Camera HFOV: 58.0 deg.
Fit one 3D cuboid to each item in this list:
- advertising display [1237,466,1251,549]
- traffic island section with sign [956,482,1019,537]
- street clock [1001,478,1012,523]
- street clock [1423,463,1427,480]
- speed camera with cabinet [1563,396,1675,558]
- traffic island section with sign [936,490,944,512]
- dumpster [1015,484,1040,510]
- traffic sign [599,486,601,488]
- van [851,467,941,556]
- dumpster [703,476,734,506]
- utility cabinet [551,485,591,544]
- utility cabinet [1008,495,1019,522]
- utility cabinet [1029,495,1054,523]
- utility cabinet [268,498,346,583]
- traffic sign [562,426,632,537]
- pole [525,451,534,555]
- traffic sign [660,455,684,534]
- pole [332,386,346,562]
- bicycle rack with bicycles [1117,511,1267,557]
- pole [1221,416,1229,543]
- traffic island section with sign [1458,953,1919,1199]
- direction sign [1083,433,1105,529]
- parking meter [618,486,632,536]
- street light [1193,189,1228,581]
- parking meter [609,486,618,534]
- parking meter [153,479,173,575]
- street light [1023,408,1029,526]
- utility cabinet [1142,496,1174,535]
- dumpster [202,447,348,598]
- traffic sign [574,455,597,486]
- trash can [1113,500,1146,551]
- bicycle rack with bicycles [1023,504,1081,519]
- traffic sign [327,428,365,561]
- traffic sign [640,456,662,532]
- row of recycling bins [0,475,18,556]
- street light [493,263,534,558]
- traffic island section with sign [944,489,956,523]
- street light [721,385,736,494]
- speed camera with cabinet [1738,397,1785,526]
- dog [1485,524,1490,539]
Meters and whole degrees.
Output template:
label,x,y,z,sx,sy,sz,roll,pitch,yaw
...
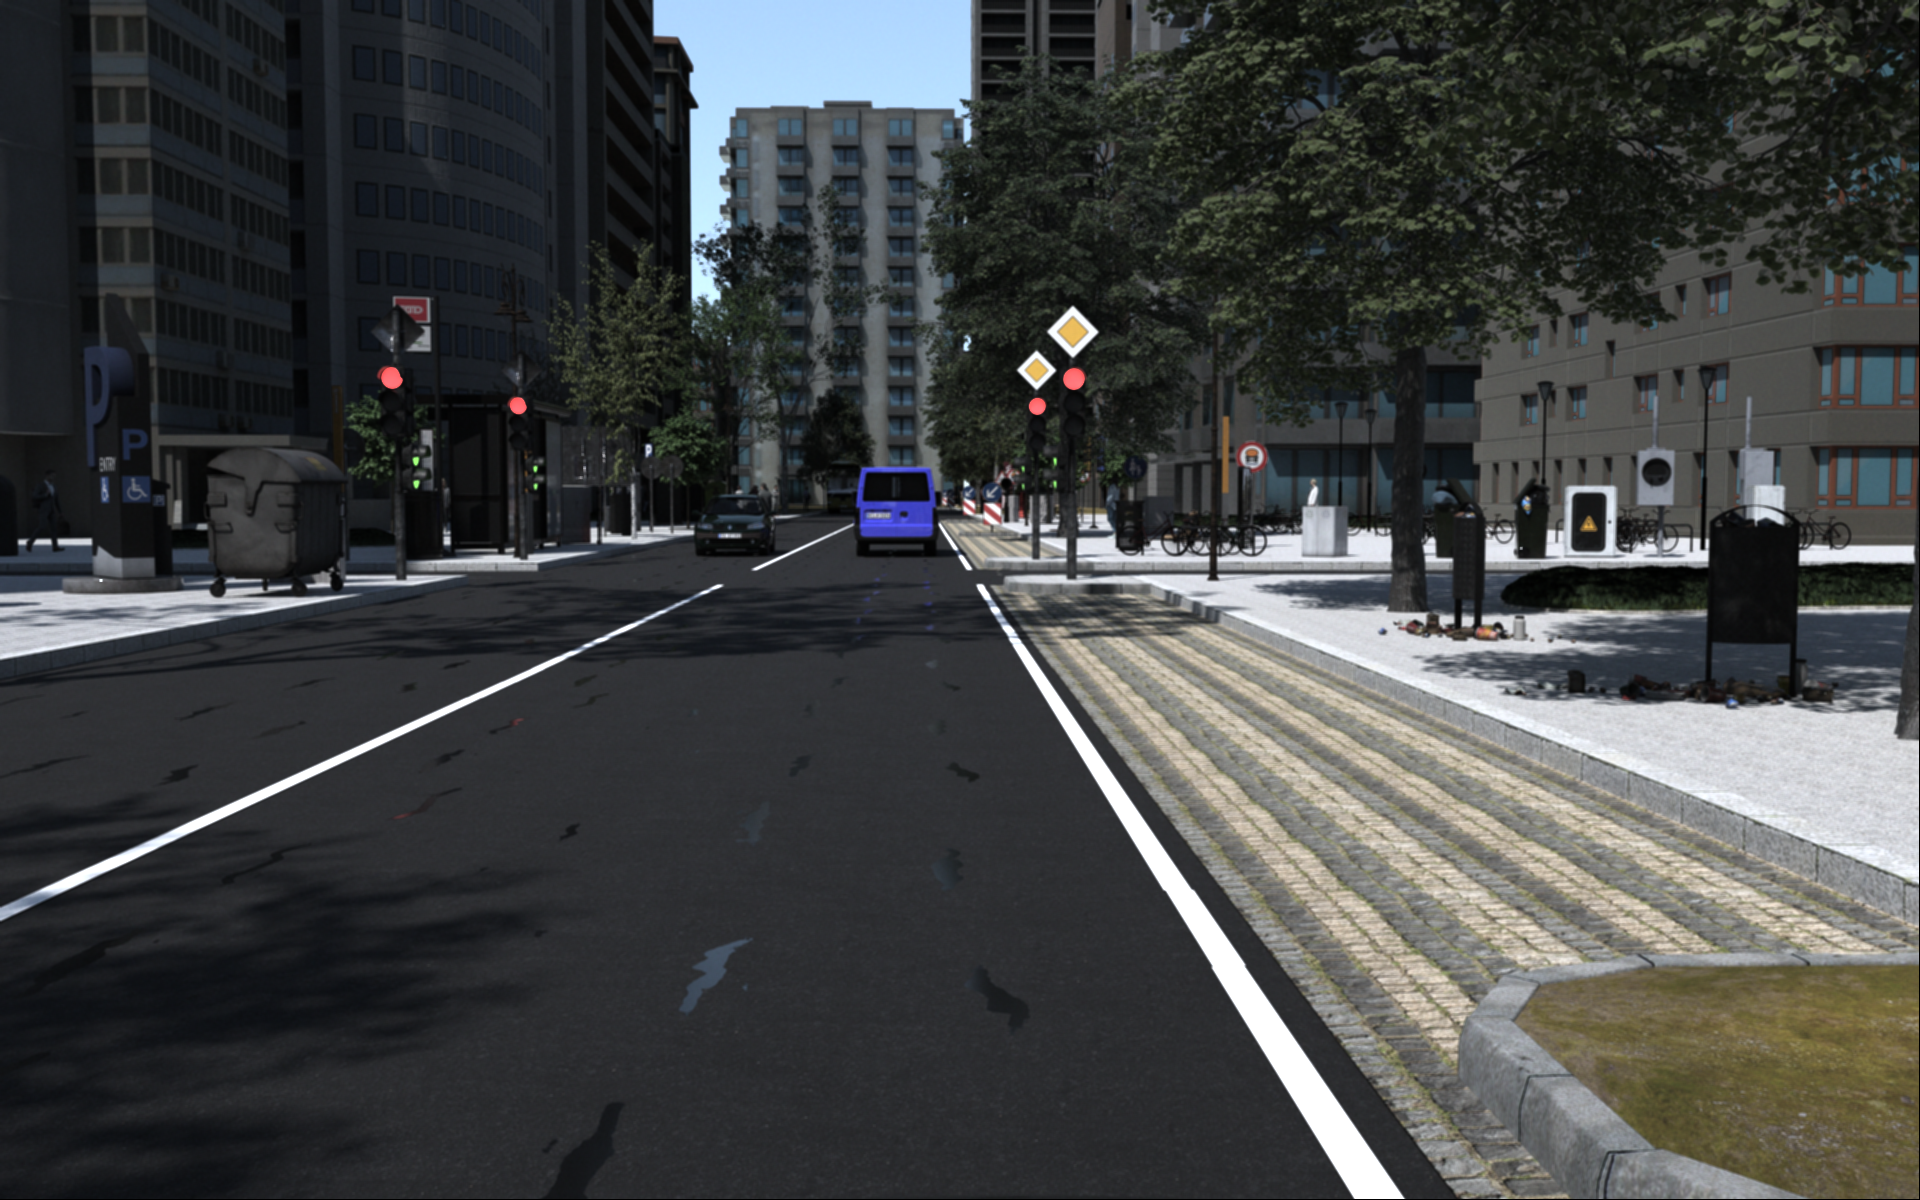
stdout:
label,x,y,z,sx,sy,sz,roll,pitch,yaw
advertising display,6.657,-2.163,40.576,0.123,1.923,0.974,1,4,20
traffic island section with sign,0.953,-3.056,58.599,1.989,1.847,2.006,0,4,-1
street clock,2.091,-4.488,77.944,0.471,2.002,0.358,2,4,28
street clock,9.395,-1.910,35.800,0.471,2.002,0.358,1,4,19
speed camera with cabinet,13.310,-2.487,35.000,2.038,3.252,0.660,1,4,17
traffic island section with sign,-0.841,-7.774,135.734,1.989,1.847,2.006,0,4,-1
dumpster,3.889,-6.050,101.419,1.502,2.255,1.985,0,4,-1
traffic sign,-12.879,-3.784,61.974,0.768,2.556,0.104,0,4,-1
van,-1.527,-2.276,41.602,2.240,2.365,5.245,0,4,-2
dumpster,-12.934,-5.511,92.601,1.502,2.255,1.985,0,4,-1
utility cabinet,-9.908,-2.166,44.095,0.318,1.500,1.173,2,4,29
utility cabinet,2.471,-4.179,79.496,0.306,1.237,1.020,1,4,14
utility cabinet,3.612,-4.044,77.282,1.020,1.237,0.306,2,4,33
utility cabinet,-9.439,-0.847,25.006,1.020,1.237,0.306,0,4,-3
traffic sign,-10.947,-3.543,51.801,2.265,3.308,0.079,0,4,2
pole,-9.163,-2.619,36.671,0.158,3.312,0.155,0,3,0
traffic sign,-9.360,-3.434,56.247,0.768,2.556,0.104,0,4,1
pole,-11.732,-2.378,32.722,0.158,3.312,0.155,0,3,0
bicycle rack with bicycles,5.106,-1.407,36.384,2.925,0.926,2.852,2,4,33
pole,6.971,-3.161,45.522,0.158,3.312,0.155,0,3,0
traffic island section with sign,2.222,0.296,3.782,1.989,1.847,2.006,0,4,-1
direction sign,4.988,-4.433,64.471,0.876,3.537,0.379,2,4,28
parking meter,-10.204,-2.911,53.304,0.399,1.863,0.255,-2,4,-33
street light,3.760,-3.226,25.538,0.468,5.910,1.993,0,4,-1
parking meter,-11.068,-3.062,55.778,0.255,1.863,0.399,3,5,43
parking meter,-11.882,-1.055,25.655,0.372,1.533,0.369,0,3,0
street light,2.690,-5.930,69.749,0.468,5.910,1.993,0,4,-1
utility cabinet,6.244,-2.655,54.569,1.020,1.237,0.306,-2,4,-28
dumpster,-8.733,-1.002,22.142,1.264,1.857,1.865,0,4,-1
traffic sign,-9.921,-2.677,45.893,0.606,2.300,0.079,0,4,7
trash can,3.830,-1.684,39.188,0.748,1.137,0.748,0,3,0
bicycle rack with bicycles,4.467,-4.643,89.300,2.925,0.926,2.852,2,4,35
traffic sign,-11.782,-2.027,33.243,0.768,2.556,0.104,0,4,6
traffic sign,-10.337,-3.544,58.045,0.768,2.556,0.104,0,4,6
row of recycling bins,-21.331,-1.762,35.921,3.534,1.692,1.069,0,4,1
street light,-8.936,-3.793,34.806,0.468,5.910,1.993,0,4,-1
traffic island section with sign,0.322,-4.711,85.657,1.989,1.847,2.006,0,4,-1
street light,-9.798,-6.157,73.461,0.468,5.910,1.993,0,4,-1
speed camera with cabinet,16.000,-2.459,34.537,0.660,3.252,2.038,1,4,17
dog,14.949,-1.962,49.808,0.550,0.427,0.748,0,4,-8
